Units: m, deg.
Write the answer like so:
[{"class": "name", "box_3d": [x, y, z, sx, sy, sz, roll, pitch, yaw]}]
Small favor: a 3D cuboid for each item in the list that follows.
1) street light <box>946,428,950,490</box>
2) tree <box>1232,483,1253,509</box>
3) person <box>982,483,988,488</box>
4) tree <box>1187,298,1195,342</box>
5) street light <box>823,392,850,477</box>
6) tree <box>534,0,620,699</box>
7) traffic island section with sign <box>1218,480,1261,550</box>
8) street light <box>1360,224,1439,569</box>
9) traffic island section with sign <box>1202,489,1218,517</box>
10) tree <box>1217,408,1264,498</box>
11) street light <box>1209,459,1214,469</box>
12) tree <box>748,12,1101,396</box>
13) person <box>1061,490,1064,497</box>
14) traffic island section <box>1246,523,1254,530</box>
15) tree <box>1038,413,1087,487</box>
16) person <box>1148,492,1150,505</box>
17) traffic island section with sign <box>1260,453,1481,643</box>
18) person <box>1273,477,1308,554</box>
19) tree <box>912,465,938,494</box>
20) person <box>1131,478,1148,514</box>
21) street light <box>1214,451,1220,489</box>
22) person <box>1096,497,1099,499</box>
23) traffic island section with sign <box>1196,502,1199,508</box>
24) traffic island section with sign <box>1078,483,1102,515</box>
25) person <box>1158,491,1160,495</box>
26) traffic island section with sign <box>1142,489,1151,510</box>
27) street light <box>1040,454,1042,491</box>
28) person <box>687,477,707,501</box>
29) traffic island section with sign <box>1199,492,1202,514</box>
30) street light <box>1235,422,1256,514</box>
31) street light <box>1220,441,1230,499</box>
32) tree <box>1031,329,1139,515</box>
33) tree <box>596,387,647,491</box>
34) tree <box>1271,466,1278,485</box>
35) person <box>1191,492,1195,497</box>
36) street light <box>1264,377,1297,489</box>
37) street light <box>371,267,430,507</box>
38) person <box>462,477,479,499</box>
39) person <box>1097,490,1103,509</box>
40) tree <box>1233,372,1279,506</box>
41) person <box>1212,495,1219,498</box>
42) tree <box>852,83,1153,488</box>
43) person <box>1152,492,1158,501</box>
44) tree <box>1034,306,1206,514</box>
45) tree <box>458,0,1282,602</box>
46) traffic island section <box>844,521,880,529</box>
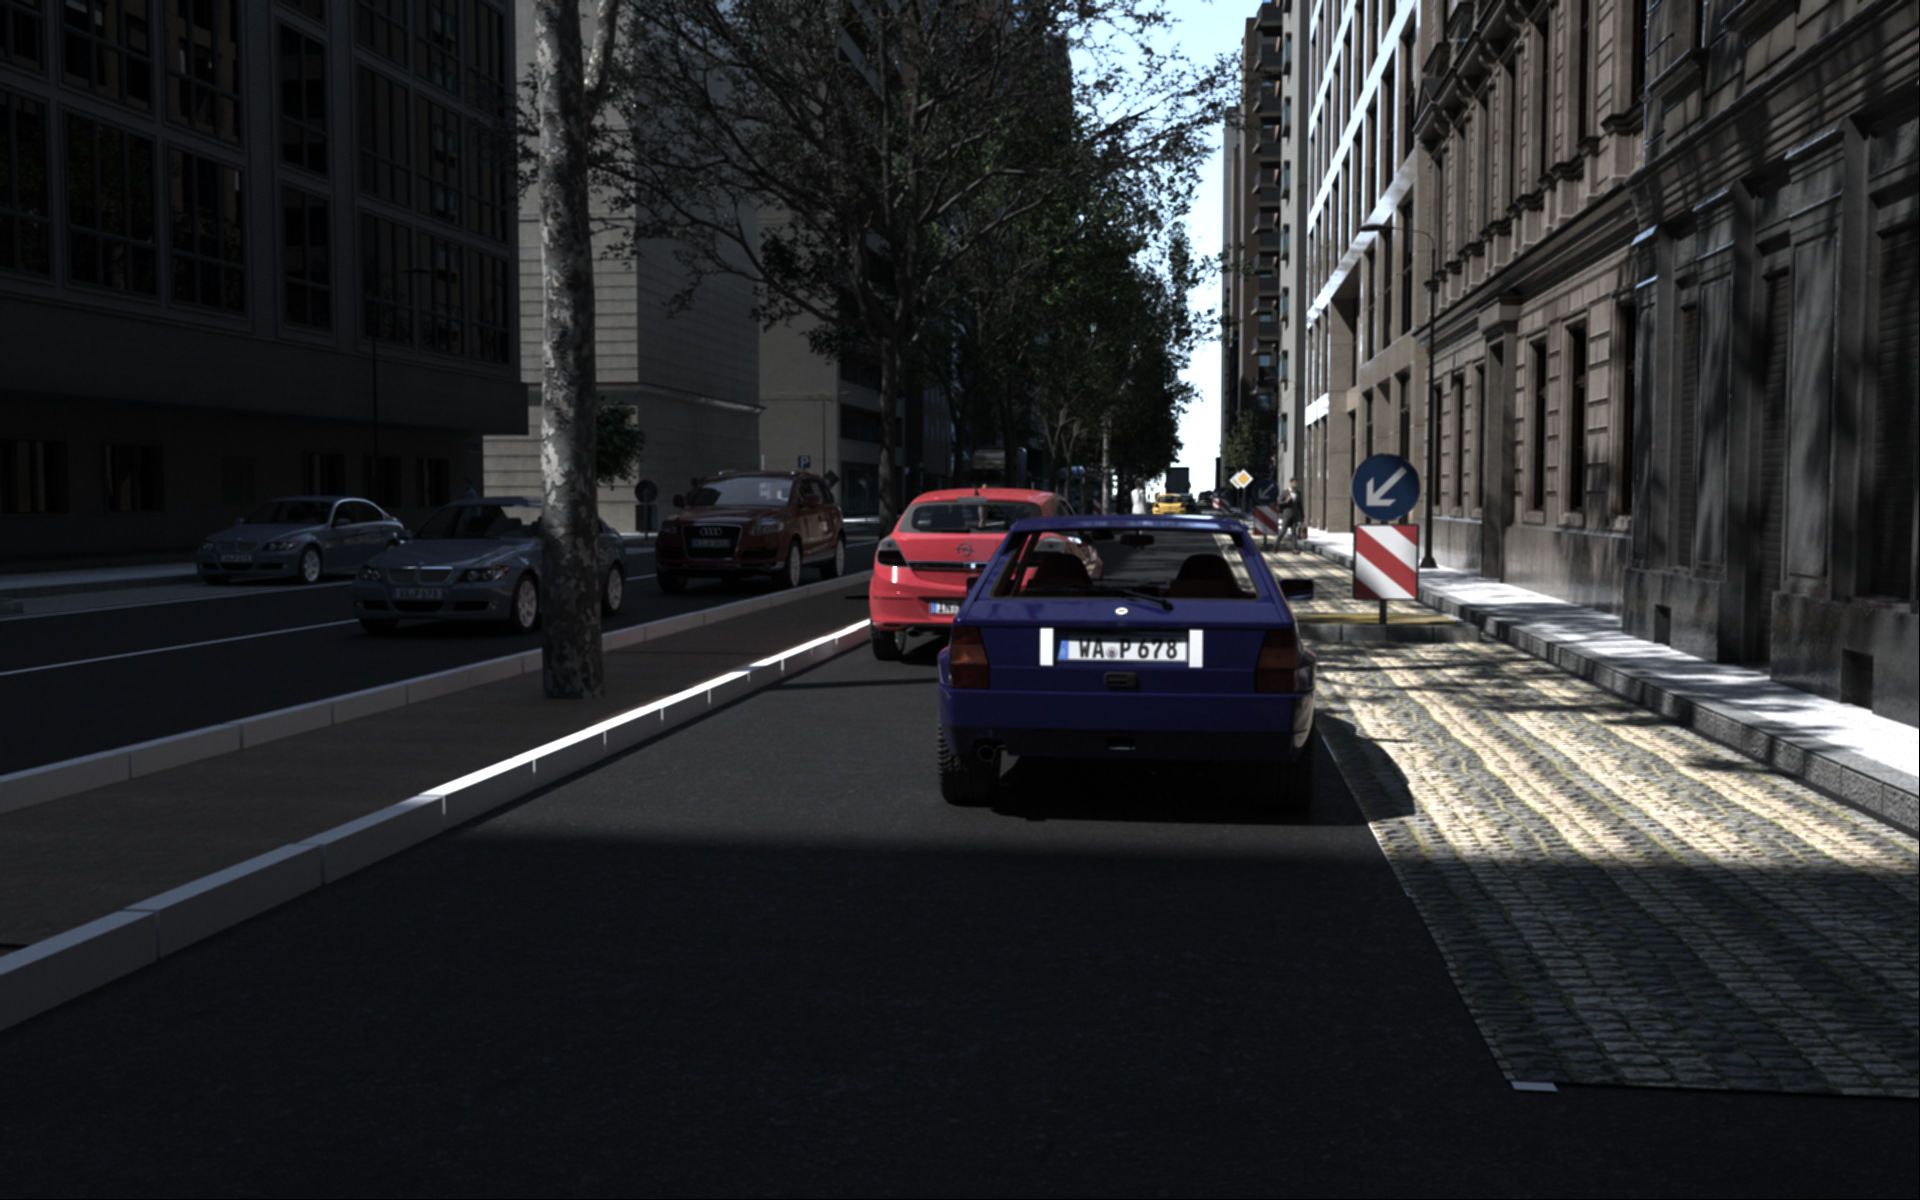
[{"class": "street light", "box_3d": [-0.377, -8.934, 118.611, 1.470, 5.913, 1.316, 0, 4, 8]}, {"class": "tree", "box_3d": [25.150, -9.750, 154.009, 1.663, 3.219, 1.824, 0, 3, 0]}, {"class": "person", "box_3d": [0.769, -2.858, 55.567, 0.374, 1.781, 0.599, 3, 5, 40]}, {"class": "tree", "box_3d": [2.632, -6.983, 51.047, 8.767, 10.594, 7.601, 0, 4, 8]}, {"class": "street light", "box_3d": [-5.696, -6.531, 79.326, 1.470, 5.913, 1.316, 0, 4, 8]}, {"class": "tree", "box_3d": [-1.635, -9.312, 10.600, 12.611, 20.169, 13.585, 0, 3, 0]}, {"class": "traffic island section with sign", "box_3d": [7.695, -2.186, 44.376, 1.989, 1.847, 2.006, 0, 4, 8]}, {"class": "street light", "box_3d": [7.568, -3.506, 29.872, 1.470, 5.913, 1.316, 0, 4, 8]}, {"class": "traffic island section with sign", "box_3d": [15.043, -5.555, 99.450, 1.989, 1.847, 2.006, 0, 4, 8]}, {"class": "tree", "box_3d": [23.873, -11.964, 145.979, 4.737, 8.622, 4.395, 0, 3, 0]}, {"class": "street light", "box_3d": [33.818, -15.575, 227.193, 1.470, 5.913, 1.316, 0, 4, 8]}, {"class": "tree", "box_3d": [-0.174, -5.890, 33.169, 8.767, 10.594, 7.601, 0, 4, 8]}, {"class": "person", "box_3d": [9.576, -9.326, 160.965, 0.705, 1.826, 1.348, 0, 4, 2]}, {"class": "traffic island section", "box_3d": [12.386, -3.354, 77.113, 2.009, 0.180, 2.903, 0, 4, 8]}, {"class": "tree", "box_3d": [13.375, -19.002, 228.815, 7.486, 12.596, 7.792, 0, 3, 0]}, {"class": "person", "box_3d": [24.477, -13.153, 224.464, 0.530, 1.710, 0.541, 2, 4, 23]}, {"class": "traffic island section with sign", "box_3d": [4.135, -0.551, 17.639, 1.989, 1.847, 2.006, 0, 4, 8]}, {"class": "person", "box_3d": [7.807, -1.988, 40.960, 0.622, 1.834, 0.822, -2, 4, -25]}, {"class": "tree", "box_3d": [-2.192, -7.393, 115.480, 1.663, 3.219, 1.824, 0, 3, 0]}, {"class": "person", "box_3d": [4.583, -2.208, 44.485, 0.514, 1.842, 0.818, 2, 4, 34]}, {"class": "street light", "box_3d": [28.705, -13.199, 188.338, 1.470, 5.913, 1.316, 0, 4, 8]}, {"class": "person", "box_3d": [14.466, -10.597, 182.681, 0.541, 1.710, 0.530, -1, 4, -9]}, {"class": "traffic island section with sign", "box_3d": [25.288, -10.258, 176.338, 1.989, 1.847, 2.006, 0, 4, 8]}, {"class": "traffic island section with sign", "box_3d": [6.055, -4.249, 77.612, 2.006, 1.907, 1.989, 0, 4, 8]}, {"class": "person", "box_3d": [24.533, -12.479, 212.401, 0.599, 1.838, 0.709, 1, 4, 10]}, {"class": "traffic island section with sign", "box_3d": [15.978, -8.805, 152.095, 2.006, 1.907, 1.989, 0, 4, 8]}, {"class": "street light", "box_3d": [9.598, -13.588, 194.711, 1.470, 5.913, 1.316, 0, 4, 8]}, {"class": "person", "box_3d": [-5.978, -1.929, 40.009, 0.573, 1.828, 0.580, 1, 4, 21]}, {"class": "traffic island section with sign", "box_3d": [18.602, -7.189, 126.170, 1.989, 1.847, 2.006, 0, 4, 8]}, {"class": "street light", "box_3d": [18.515, -8.524, 111.903, 1.470, 5.913, 1.316, 0, 4, 8]}, {"class": "street light", "box_3d": [23.703, -10.934, 151.305, 1.470, 5.913, 1.316, 0, 4, 8]}, {"class": "tree", "box_3d": [4.707, -6.952, 66.480, 4.360, 8.622, 3.978, 0, 3, 0]}, {"class": "tree", "box_3d": [-11.094, -4.207, 52.497, 4.285, 4.588, 4.351, 0, 3, 0]}, {"class": "tree", "box_3d": [19.097, -6.548, 101.669, 1.663, 3.219, 1.824, 0, 3, 0]}, {"class": "person", "box_3d": [38.468, -17.068, 287.564, 1.348, 1.823, 0.705, -2, 4, -34]}, {"class": "street light", "box_3d": [12.781, -5.892, 68.878, 1.470, 5.913, 1.316, 0, 4, 8]}, {"class": "street light", "box_3d": [-11.543, -3.863, 35.709, 1.470, 5.913, 1.316, 0, 4, 8]}, {"class": "person", "box_3d": [-9.950, -1.625, 35.405, 0.444, 1.785, 0.601, -1, 4, -18]}, {"class": "person", "box_3d": [14.069, -9.885, 170.208, 1.350, 1.814, 0.705, 1, 4, 19]}, {"class": "tree", "box_3d": [18.417, -9.486, 105.461, 4.360, 8.622, 3.978, 0, 3, 0]}, {"class": "person", "box_3d": [26.547, -10.489, 180.540, 0.990, 1.755, 0.434, -1, 4, -16]}, {"class": "tree", "box_3d": [1.161, -6.977, 42.284, 9.928, 11.665, 9.643, 0, 3, 0]}, {"class": "person", "box_3d": [25.692, -13.354, 227.558, 1.217, 1.743, 0.721, -3, 5, -39]}, {"class": "tree", "box_3d": [9.239, -11.003, 99.358, 9.611, 12.733, 9.660, 0, 3, 0]}, {"class": "tree", "box_3d": [-0.979, -6.751, 23.212, 12.009, 13.543, 11.850, 0, 3, 0]}, {"class": "traffic island section", "box_3d": [-4.307, -3.490, 79.335, 2.009, 0.180, 2.903, 0, 4, 8]}]
